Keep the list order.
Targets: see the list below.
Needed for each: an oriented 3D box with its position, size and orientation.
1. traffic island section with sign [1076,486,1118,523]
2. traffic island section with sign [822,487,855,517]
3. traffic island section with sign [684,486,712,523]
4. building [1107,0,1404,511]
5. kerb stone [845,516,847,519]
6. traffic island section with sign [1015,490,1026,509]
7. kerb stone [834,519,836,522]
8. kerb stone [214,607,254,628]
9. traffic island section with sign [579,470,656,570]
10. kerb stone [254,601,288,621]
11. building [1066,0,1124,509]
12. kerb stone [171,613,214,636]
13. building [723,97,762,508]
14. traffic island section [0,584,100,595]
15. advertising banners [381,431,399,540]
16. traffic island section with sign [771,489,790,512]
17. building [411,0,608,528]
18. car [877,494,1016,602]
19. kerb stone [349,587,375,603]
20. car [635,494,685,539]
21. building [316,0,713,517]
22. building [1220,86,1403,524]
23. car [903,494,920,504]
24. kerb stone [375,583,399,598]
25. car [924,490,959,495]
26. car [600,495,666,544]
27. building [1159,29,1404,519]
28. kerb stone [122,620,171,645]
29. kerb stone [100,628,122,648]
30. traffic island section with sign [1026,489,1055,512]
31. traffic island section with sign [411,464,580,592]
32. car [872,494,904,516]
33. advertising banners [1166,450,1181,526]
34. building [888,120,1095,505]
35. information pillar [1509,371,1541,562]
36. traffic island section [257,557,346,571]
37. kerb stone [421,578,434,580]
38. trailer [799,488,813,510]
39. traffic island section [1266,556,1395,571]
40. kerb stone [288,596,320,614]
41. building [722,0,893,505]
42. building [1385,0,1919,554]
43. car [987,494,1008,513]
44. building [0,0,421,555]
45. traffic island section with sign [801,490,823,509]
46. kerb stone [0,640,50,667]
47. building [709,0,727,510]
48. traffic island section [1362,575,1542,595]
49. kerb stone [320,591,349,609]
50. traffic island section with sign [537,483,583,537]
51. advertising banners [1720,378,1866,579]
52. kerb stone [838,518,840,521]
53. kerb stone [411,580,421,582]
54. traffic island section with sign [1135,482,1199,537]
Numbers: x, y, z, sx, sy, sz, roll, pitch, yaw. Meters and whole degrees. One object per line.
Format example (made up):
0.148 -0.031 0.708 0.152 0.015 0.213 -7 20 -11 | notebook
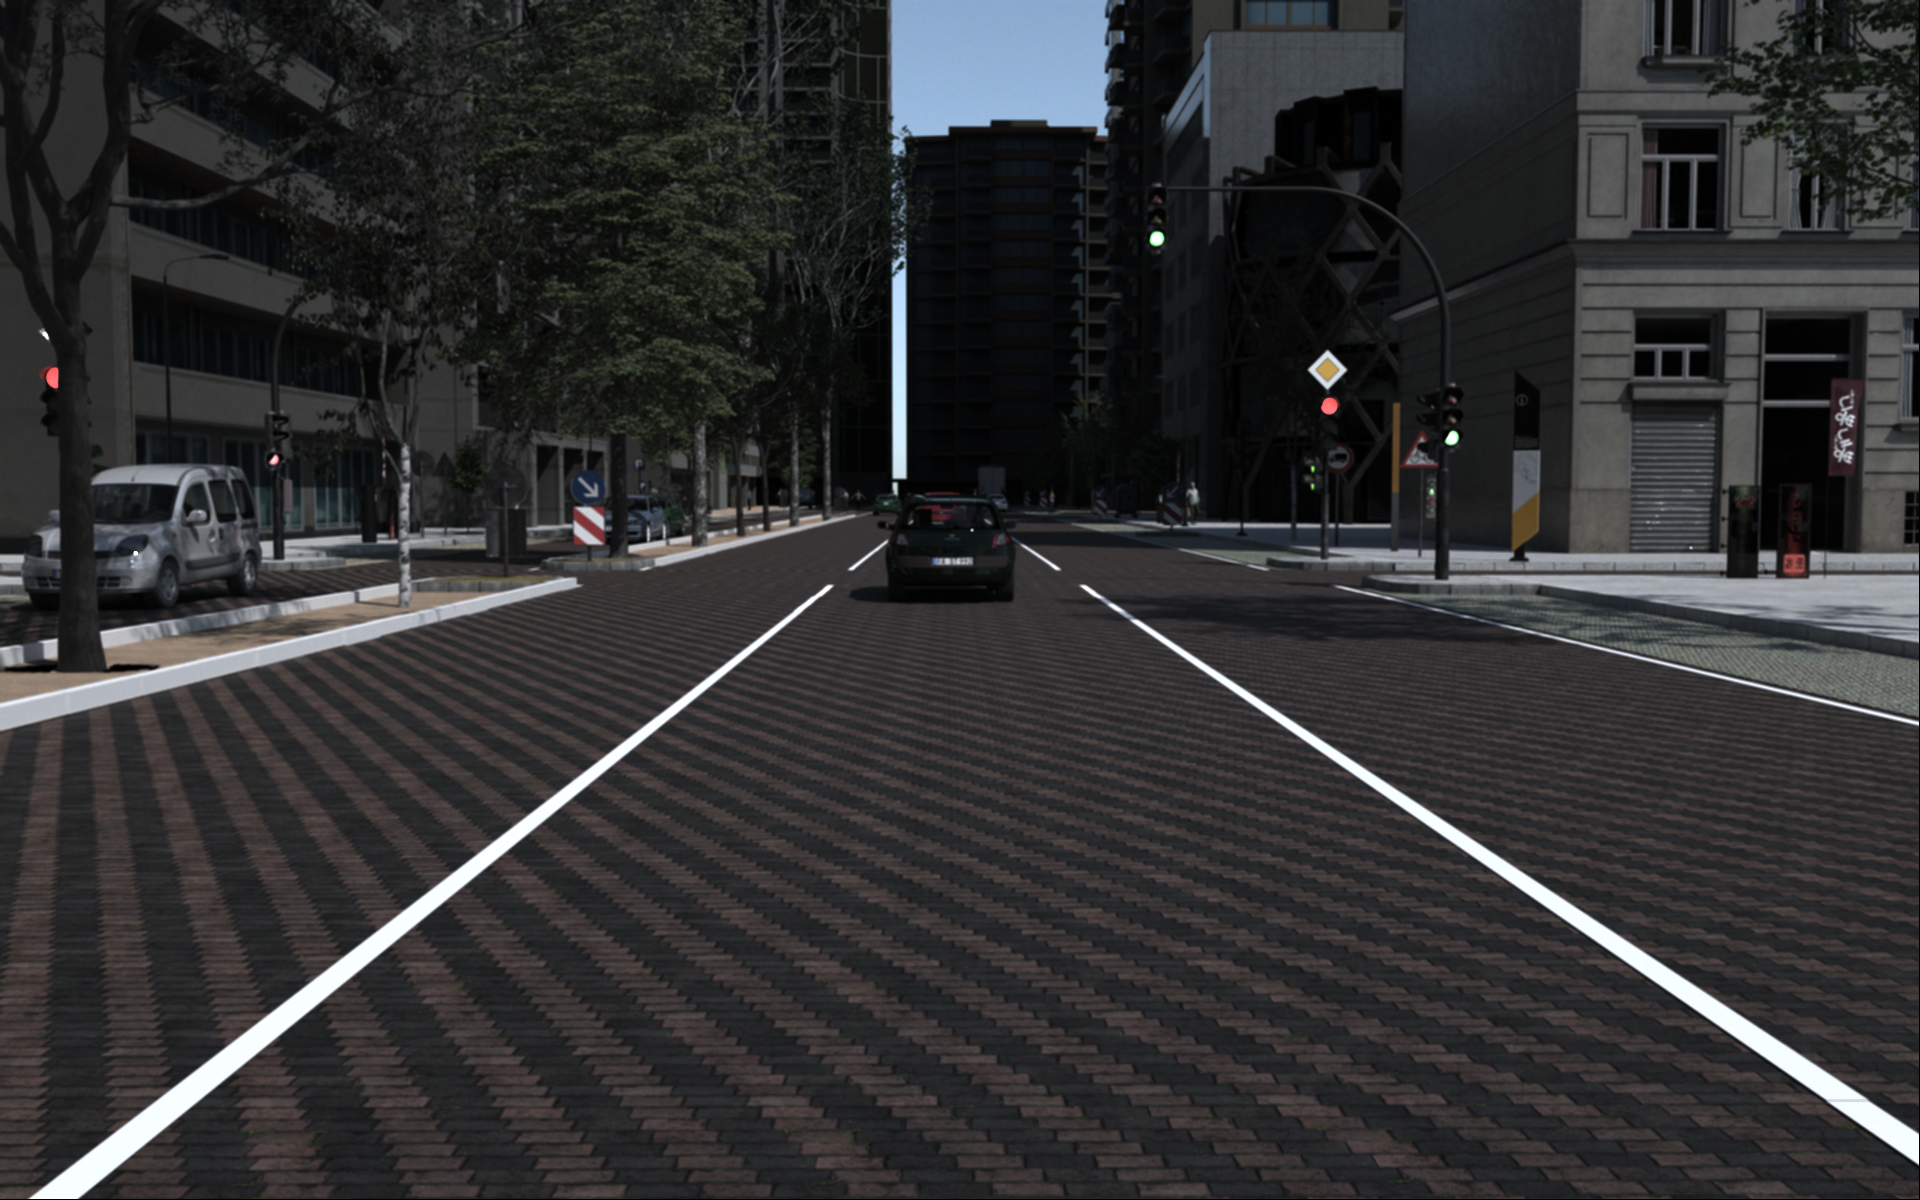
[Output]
6.768 -4.713 85.690 1.989 1.847 2.006 0 4 0 | traffic island section with sign
-7.614 -6.144 108.586 2.006 1.907 1.989 0 4 0 | traffic island section with sign
-13.364 -4.717 85.757 1.989 1.847 2.006 0 4 0 | traffic island section with sign
23.055 -29.417 135.595 22.147 44.769 28.867 0 4 0 | building
-6.467 -4.474 95.339 0.120 0.150 1.000 0 4 0 | kerb stone
6.173 -9.430 162.811 1.989 1.847 2.006 0 4 0 | traffic island section with sign
-6.405 -3.910 86.124 0.120 0.150 1.000 0 4 0 | kerb stone
-7.982 0.204 18.866 0.120 0.150 1.000 0 4 0 | kerb stone
-7.034 -1.548 33.449 2.006 1.907 1.989 0 4 0 | traffic island section with sign
-7.995 0.141 19.888 0.120 0.150 1.000 0 4 0 | kerb stone
22.476 -52.100 164.514 22.319 86.520 31.000 0 4 0 | building
-7.983 0.267 17.836 0.120 0.150 1.000 0 4 0 | kerb stone
-31.471 -28.949 165.204 23.993 40.220 32.217 0 4 0 | building
-13.225 -0.213 25.761 2.009 0.180 2.903 0 4 0 | traffic island section
-15.953 -3.203 48.559 0.090 3.025 2.074 0 4 -4 | advertising banners
-13.742 -7.785 135.909 1.989 1.847 2.006 0 4 0 | traffic island section with sign
-26.552 -38.883 73.994 20.563 71.187 20.611 0 4 0 | building
-0.172 -0.900 24.496 2.009 1.686 4.222 0 4 -2 | car
-8.017 -0.043 22.958 0.120 0.150 1.000 0 4 0 | kerb stone
-10.292 -2.784 57.319 2.131 1.459 4.920 0 4 1 | car
-29.240 -30.280 118.778 21.300 48.544 21.600 0 4 0 | building
20.471 -13.023 80.386 16.820 18.784 16.811 0 4 0 | building
-4.419 -9.607 166.117 2.155 1.783 4.494 0 4 2 | car
-8.030 -0.109 23.980 0.120 0.150 1.000 0 4 0 | kerb stone
-0.563 -2.947 57.227 2.155 1.783 4.494 0 4 1 | car
-9.768 -2.383 50.964 2.014 1.417 4.499 0 4 0 | car
18.643 -17.157 98.545 12.078 24.808 19.932 0 4 0 | building
-7.974 0.329 16.813 0.120 0.150 1.000 0 4 0 | kerb stone
-7.961 0.392 15.792 0.120 0.150 1.000 0 4 0 | kerb stone
6.385 -7.782 135.857 1.989 1.847 2.006 0 4 0 | traffic island section with sign
-6.987 -1.095 26.042 2.006 1.907 1.989 0 4 0 | traffic island section with sign
-4.899 -6.439 117.077 2.131 1.459 4.920 0 4 0 | car
8.663 -4.538 70.385 0.090 3.025 2.074 -1 4 -8 | advertising banners
6.152 -33.707 205.734 28.867 44.769 22.147 0 4 0 | building
10.725 -2.537 32.839 0.504 3.616 0.183 2 4 26 | information pillar
-13.286 -0.701 33.746 2.009 0.180 2.903 0 4 0 | traffic island section
-8.044 -0.234 26.045 0.120 0.150 1.000 0 4 0 | kerb stone
-14.340 -9.276 158.709 1.471 1.999 3.904 0 4 -1 | trailer
7.155 -0.710 33.896 2.009 0.180 2.903 0 4 0 | traffic island section
-8.001 0.079 20.910 0.120 0.150 1.000 0 4 0 | kerb stone
-18.585 -46.868 204.538 20.611 71.187 20.563 0 4 0 | building
27.282 -12.884 43.942 30.059 22.955 16.112 0 4 0 | building
2.696 -7.381 132.685 2.014 1.417 4.499 0 4 -2 | car
-28.530 -25.805 45.618 21.300 48.544 21.600 0 4 0 | building
-13.950 -9.459 163.281 1.989 1.847 2.006 0 4 0 | traffic island section with sign
-7.959 0.455 14.770 0.120 0.150 1.000 0 4 0 | kerb stone
-26.435 -27.721 136.832 14.154 41.232 14.086 0 4 0 | building
7.215 -0.222 25.911 2.009 0.180 2.903 0 4 0 | traffic island section
-8.003 0.016 21.932 0.120 0.150 1.000 0 4 0 | kerb stone
-13.156 -3.069 58.803 1.989 1.847 2.006 0 4 0 | traffic island section with sign
12.611 -1.836 26.207 2.074 3.025 0.090 0 4 2 | advertising banners
-6.416 -4.097 89.193 0.120 0.150 1.000 0 4 0 | kerb stone
-8.032 -0.172 25.009 0.120 0.150 1.000 0 4 0 | kerb stone
6.974 -3.057 58.614 1.989 1.847 2.006 0 4 0 | traffic island section with sign
